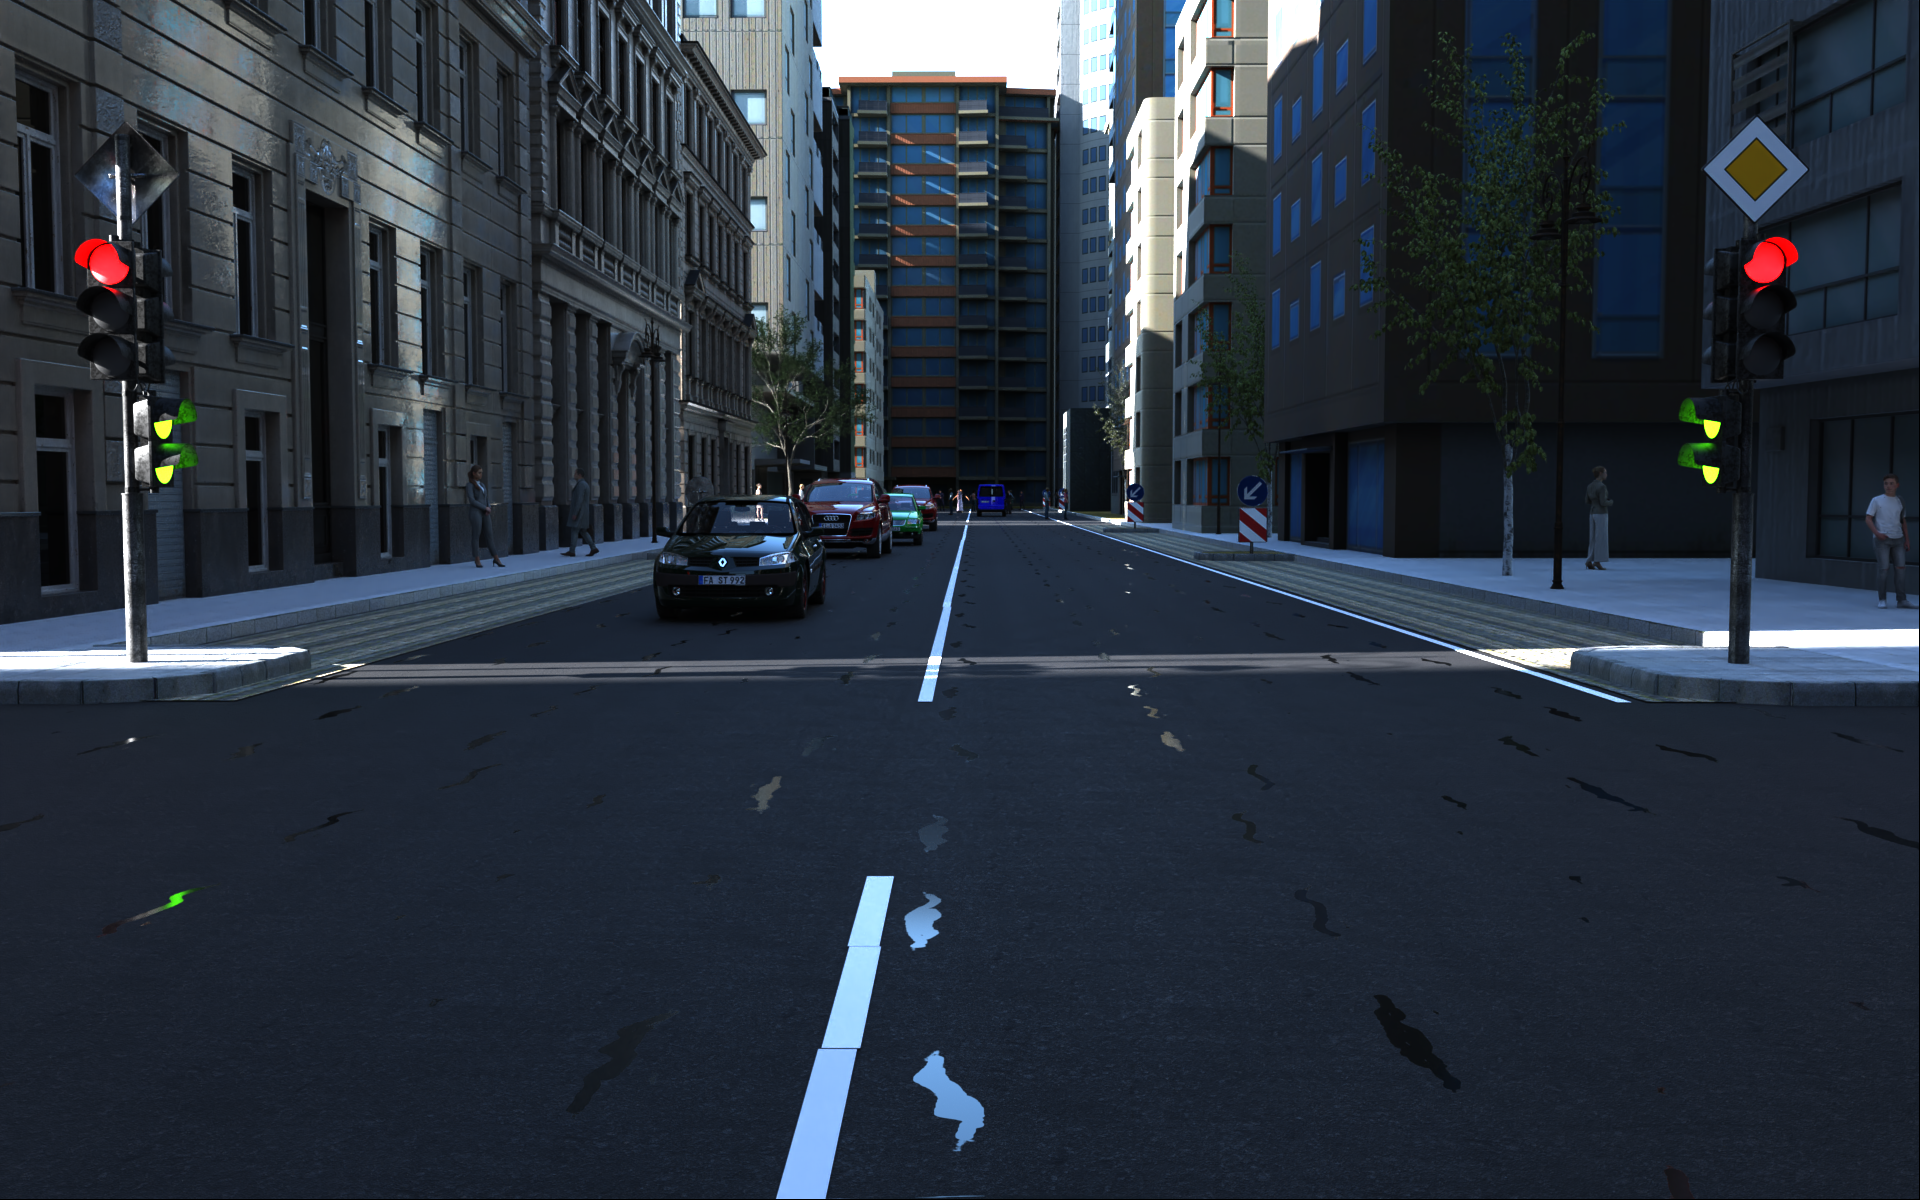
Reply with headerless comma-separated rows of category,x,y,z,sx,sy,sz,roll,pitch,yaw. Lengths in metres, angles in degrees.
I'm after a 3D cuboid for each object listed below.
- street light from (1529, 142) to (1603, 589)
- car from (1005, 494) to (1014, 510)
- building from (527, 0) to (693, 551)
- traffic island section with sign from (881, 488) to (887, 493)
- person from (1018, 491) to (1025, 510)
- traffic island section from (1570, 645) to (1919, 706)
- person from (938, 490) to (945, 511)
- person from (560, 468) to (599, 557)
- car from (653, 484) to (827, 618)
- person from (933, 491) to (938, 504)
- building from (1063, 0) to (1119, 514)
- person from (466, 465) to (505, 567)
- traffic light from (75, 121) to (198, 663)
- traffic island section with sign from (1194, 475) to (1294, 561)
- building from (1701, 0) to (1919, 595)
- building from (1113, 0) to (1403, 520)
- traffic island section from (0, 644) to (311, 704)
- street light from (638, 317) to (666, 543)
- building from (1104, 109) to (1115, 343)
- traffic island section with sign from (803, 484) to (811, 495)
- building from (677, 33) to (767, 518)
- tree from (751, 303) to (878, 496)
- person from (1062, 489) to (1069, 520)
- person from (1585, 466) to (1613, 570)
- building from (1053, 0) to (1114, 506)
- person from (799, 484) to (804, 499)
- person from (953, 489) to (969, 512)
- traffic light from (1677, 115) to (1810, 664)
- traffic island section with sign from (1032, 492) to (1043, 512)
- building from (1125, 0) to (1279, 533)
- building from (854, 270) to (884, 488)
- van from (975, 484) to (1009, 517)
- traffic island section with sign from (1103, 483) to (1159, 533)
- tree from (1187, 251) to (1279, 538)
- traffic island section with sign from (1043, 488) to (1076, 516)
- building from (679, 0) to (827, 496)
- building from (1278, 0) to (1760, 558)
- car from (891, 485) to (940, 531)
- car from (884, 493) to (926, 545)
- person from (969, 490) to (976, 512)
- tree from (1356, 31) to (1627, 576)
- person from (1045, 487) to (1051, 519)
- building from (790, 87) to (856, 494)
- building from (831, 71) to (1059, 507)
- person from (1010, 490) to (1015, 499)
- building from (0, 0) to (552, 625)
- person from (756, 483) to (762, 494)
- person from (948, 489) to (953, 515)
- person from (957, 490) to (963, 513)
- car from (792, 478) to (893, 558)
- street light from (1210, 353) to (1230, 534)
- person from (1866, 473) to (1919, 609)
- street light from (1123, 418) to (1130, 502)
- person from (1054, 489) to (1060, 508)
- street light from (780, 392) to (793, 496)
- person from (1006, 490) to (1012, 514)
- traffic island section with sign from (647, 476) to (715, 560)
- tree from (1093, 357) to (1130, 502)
street light,8.080,-3.087,23.254,0.468,5.910,1.993,0,4,0
car,3.887,-8.922,157.679,2.131,1.459,4.920,0,4,2
building,-14.076,-13.385,47.729,11.050,23.489,19.941,0,4,0
traffic island section with sign,-5.137,-6.556,115.812,1.989,1.847,2.006,0,4,0
person,5.548,-8.951,155.771,0.530,1.710,0.541,-2,4,-27
traffic island section,5.931,0.559,13.145,2.009,0.180,2.903,0,4,0
person,-1.557,-8.214,143.245,0.683,1.767,0.568,1,4,9
person,-7.828,-1.801,35.598,0.767,1.812,0.694,0,4,-2
car,-2.622,-0.698,21.206,2.009,1.686,4.222,0,4,0
person,-2.172,-9.153,158.973,1.217,1.723,0.721,2,4,28
building,19.367,-49.509,122.149,22.319,86.520,31.000,0,4,0
person,-8.311,-1.468,30.312,0.573,1.790,0.520,0,4,4
traffic light,-6.270,-1.480,13.115,0.839,4.253,0.868,0,4,0
traffic island section with sign,6.146,-1.781,37.751,1.989,1.847,2.006,0,4,0
building,18.102,-20.479,18.429,14.086,41.232,14.154,0,4,0
building,16.500,-27.569,100.871,14.600,45.320,14.200,0,4,0
traffic island section,-6.310,0.552,13.250,2.009,0.180,2.903,0,4,0
street light,-8.038,-4.441,45.398,0.468,5.910,1.993,0,4,0
building,25.792,-28.130,151.800,32.217,40.220,23.993,0,4,0
traffic island section with sign,-5.555,-3.470,65.369,1.989,1.847,2.006,0,4,0
building,-13.882,-12.404,67.439,10.561,19.102,19.286,0,4,0
tree,-8.154,-9.156,84.116,8.767,10.594,7.601,0,4,-4
person,6.042,-5.404,97.580,0.721,1.743,1.217,0,4,1
person,10.843,-1.390,29.313,0.362,1.759,0.519,-1,4,-12
building,24.268,-39.131,181.790,28.212,58.520,21.231,0,4,0
person,-7.887,-4.876,86.114,0.624,1.780,0.694,1,4,12
person,0.083,-7.739,135.040,1.348,1.822,0.705,1,4,9
traffic light,5.891,-1.475,13.031,0.839,4.253,0.868,0,4,0
traffic island section with sign,7.001,-8.226,143.130,1.989,1.847,2.006,0,4,0
building,21.821,-13.768,70.154,27.650,21.520,28.899,0,4,0
building,-21.804,-18.703,150.828,28.899,21.520,27.650,0,4,0
van,2.055,-6.583,112.008,2.240,2.365,5.245,0,4,2
traffic island section with sign,6.370,-3.430,64.705,1.989,1.847,2.006,0,4,0
tree,8.900,-6.149,50.901,4.737,8.622,4.395,0,3,0
traffic island section with sign,6.781,-6.578,116.176,1.989,1.847,2.006,0,4,0
building,-22.374,-31.322,101.348,28.713,52.752,27.495,0,4,0
building,15.320,-23.846,39.985,14.600,45.320,14.200,0,4,0
car,-1.921,-3.687,68.948,2.281,1.827,5.304,0,4,0
car,-1.959,-2.513,49.886,1.959,1.807,4.718,0,4,-1
person,1.183,-8.088,141.452,0.721,1.736,1.217,-3,5,-45
tree,8.391,-4.684,26.948,4.737,8.622,4.395,0,3,0
person,4.997,-5.517,98.779,0.705,1.814,1.350,0,4,-2
building,-14.980,-21.510,123.397,14.160,30.474,14.107,0,4,0
building,-4.405,-32.279,182.387,28.867,44.769,22.147,0,4,0
person,4.866,-9.574,165.120,0.705,1.814,1.350,-2,4,-24
building,-14.974,-13.937,25.137,12.463,27.353,25.104,0,4,0
person,-9.441,-4.622,81.955,0.374,1.781,0.599,-2,4,-26
person,-0.648,-6.762,119.135,0.705,1.814,1.350,0,4,4
person,-0.040,-7.643,134.130,0.621,1.740,0.551,-1,4,-22
car,-2.716,-1.944,40.457,2.281,1.827,5.304,0,4,2
street light,8.261,-5.037,55.145,0.468,5.910,1.993,0,4,0
person,10.462,-0.660,19.434,0.503,1.515,0.523,-2,4,-31
street light,8.507,-7.035,87.808,0.468,5.910,1.993,0,4,0
person,8.970,-9.373,160.011,0.721,1.735,1.217,-1,4,-20
street light,-7.748,-6.391,77.288,0.468,5.910,1.993,0,4,0
person,3.311,-6.973,123.307,0.742,1.727,0.445,-1,4,-9
traffic island section with sign,-5.776,-1.820,38.388,1.989,1.847,2.006,0,4,0
tree,8.939,-8.680,92.276,4.360,8.622,3.978,0,3,0
